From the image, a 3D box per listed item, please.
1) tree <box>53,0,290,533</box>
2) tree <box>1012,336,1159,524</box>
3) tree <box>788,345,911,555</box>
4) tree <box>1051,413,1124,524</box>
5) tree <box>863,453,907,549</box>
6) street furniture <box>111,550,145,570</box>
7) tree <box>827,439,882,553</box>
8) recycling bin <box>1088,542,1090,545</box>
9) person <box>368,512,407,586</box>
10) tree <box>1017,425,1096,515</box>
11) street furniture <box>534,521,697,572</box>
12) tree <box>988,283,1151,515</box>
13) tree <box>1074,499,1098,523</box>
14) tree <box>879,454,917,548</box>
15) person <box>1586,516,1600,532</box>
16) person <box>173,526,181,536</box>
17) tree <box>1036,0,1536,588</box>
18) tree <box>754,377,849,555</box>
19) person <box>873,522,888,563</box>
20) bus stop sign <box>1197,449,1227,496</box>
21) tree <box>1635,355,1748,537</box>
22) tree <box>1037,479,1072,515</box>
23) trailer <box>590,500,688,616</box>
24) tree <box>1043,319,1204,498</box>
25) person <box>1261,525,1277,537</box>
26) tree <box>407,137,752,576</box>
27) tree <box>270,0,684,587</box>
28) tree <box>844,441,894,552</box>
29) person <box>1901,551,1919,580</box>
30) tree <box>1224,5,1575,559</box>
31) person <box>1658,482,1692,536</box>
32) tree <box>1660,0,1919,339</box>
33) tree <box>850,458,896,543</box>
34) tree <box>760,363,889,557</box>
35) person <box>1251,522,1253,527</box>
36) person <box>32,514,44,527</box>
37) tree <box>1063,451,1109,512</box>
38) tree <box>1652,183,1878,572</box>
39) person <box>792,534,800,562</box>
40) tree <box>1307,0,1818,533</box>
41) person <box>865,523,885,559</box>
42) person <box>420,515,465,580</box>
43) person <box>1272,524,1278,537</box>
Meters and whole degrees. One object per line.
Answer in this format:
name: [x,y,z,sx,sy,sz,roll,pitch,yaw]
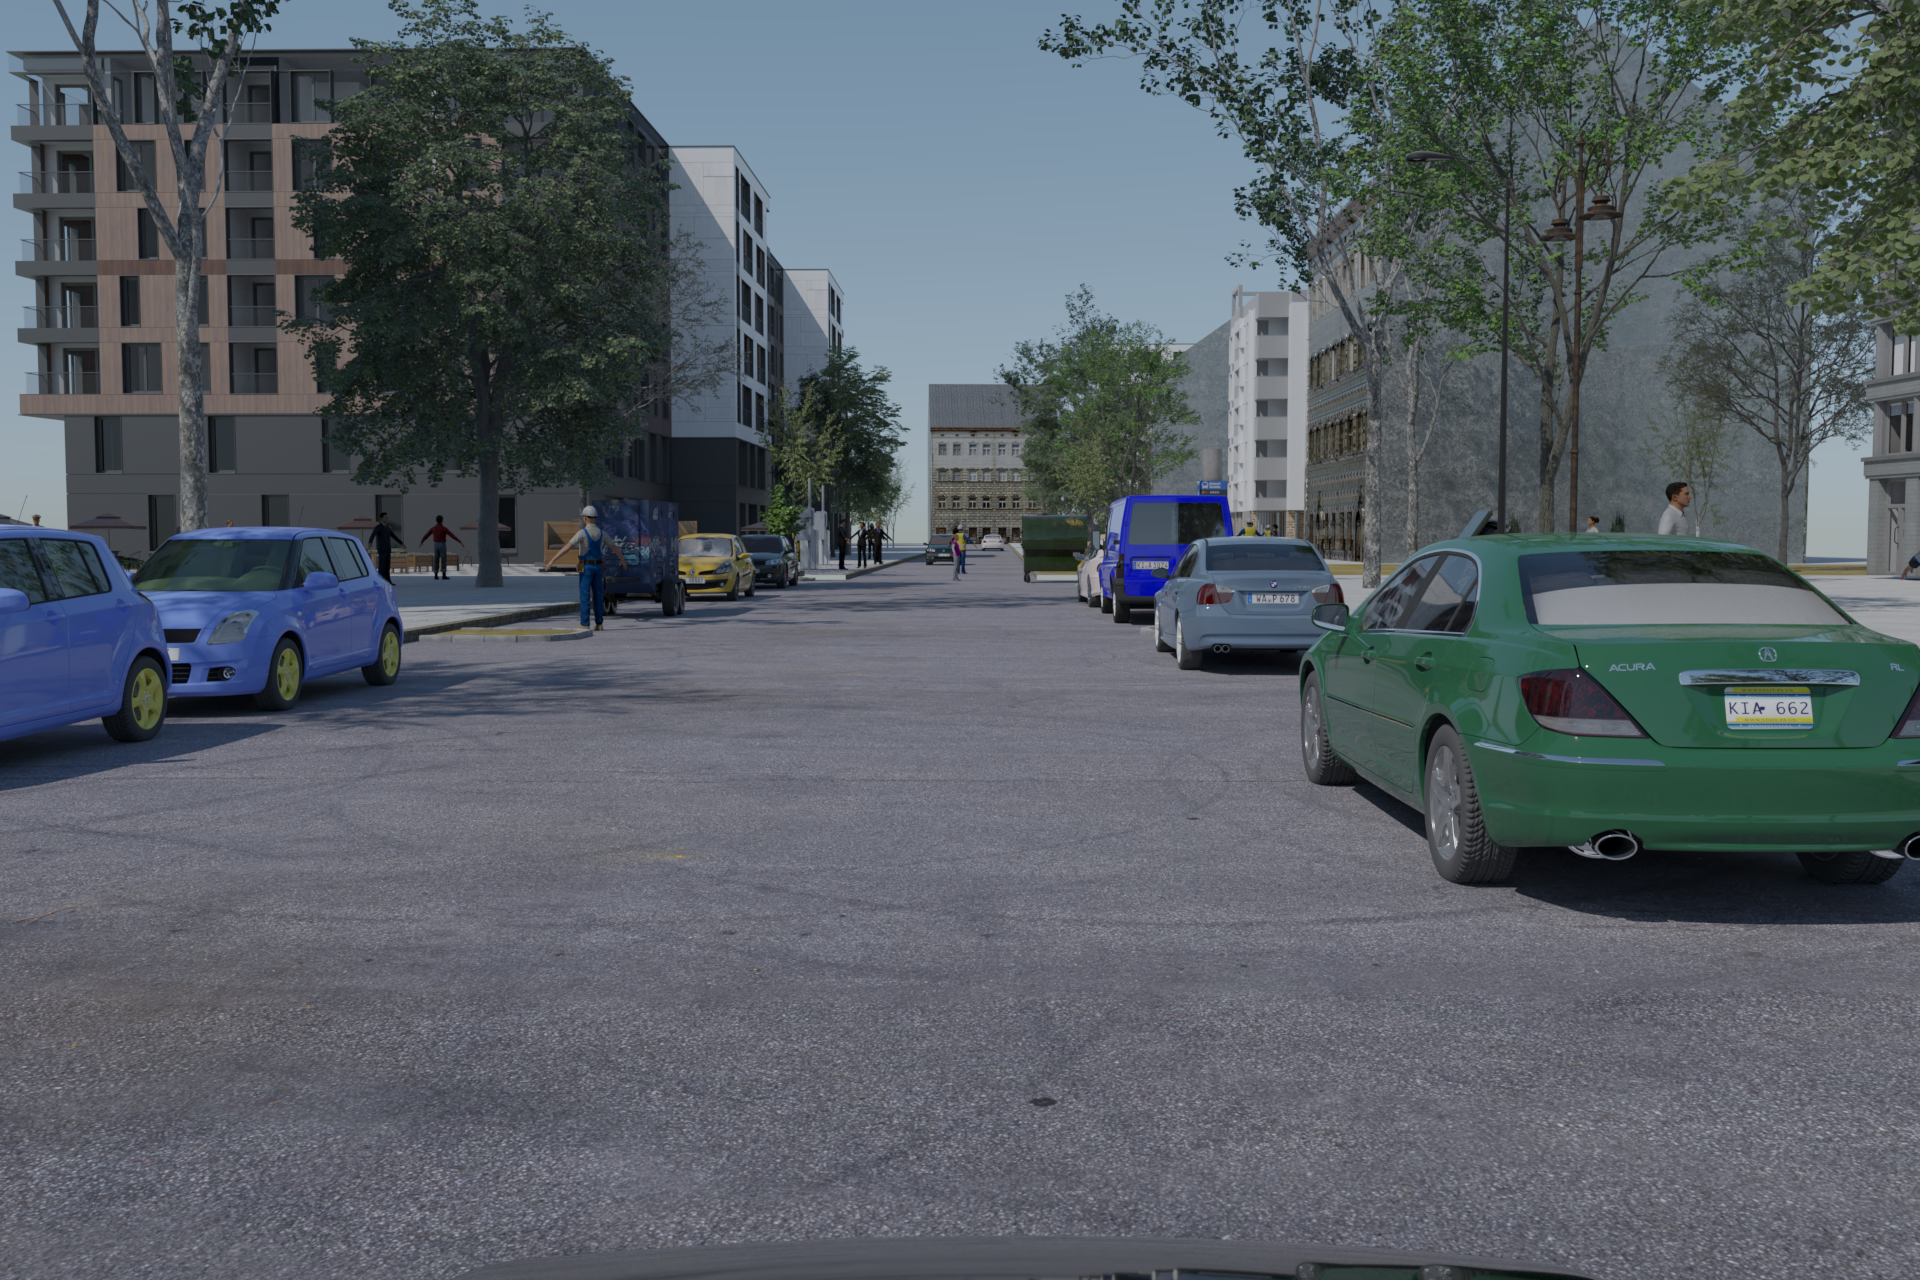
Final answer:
tree: [-12.965,-10.353,25.165,12.611,20.169,13.585,0,3,0]
tree: [8.130,-12.382,109.093,9.857,13.997,8.962,0,3,0]
tree: [-6.852,-11.401,104.538,7.486,12.596,7.792,0,3,0]
tree: [7.595,-9.117,99.422,4.737,8.622,4.395,0,3,0]
tree: [-6.307,-12.390,152.945,4.360,8.622,3.978,0,3,0]
street furniture: [-29.833,-3.015,64.930,5.734,0.657,10.072,-1,4,-23]
tree: [-7.502,-10.091,115.343,4.360,8.622,3.978,0,3,0]
recycling bin: [4.272,-2.737,57.297,0.722,1.027,0.722,0,4,0]
person: [-14.249,-2.256,42.939,0.704,1.823,1.345,1,4,21]
tree: [9.109,-14.277,159.190,9.928,11.665,9.643,0,3,0]
street furniture: [-10.839,-3.396,62.379,9.812,1.723,11.010,-1,4,-14]
tree: [8.493,-16.983,133.567,12.611,20.169,13.585,0,3,0]
tree: [20.241,-20.915,248.607,9.857,13.997,8.962,0,3,0]
tree: [-6.189,-12.747,158.776,4.360,8.622,3.978,0,3,0]
person: [16.154,-2.312,44.570,0.721,1.739,1.217,0,4,-7]
person: [-17.049,-1.950,38.454,0.617,1.759,0.750,0,4,-1]
tree: [8.700,-11.354,41.529,12.611,20.169,13.585,0,3,0]
tree: [-7.542,-8.047,81.925,4.737,8.622,4.395,0,3,0]
person: [-3.639,-4.397,78.078,0.705,1.806,1.347,2,4,26]
bus stop sign: [7.788,-3.950,53.591,0.837,3.901,0.837,0,4,1]
tree: [30.024,-7.312,69.908,4.360,8.622,3.978,0,3,0]
tree: [8.893,-11.920,145.250,4.360,8.622,3.978,0,3,0]
trailer: [-5.662,-1.388,29.738,1.471,1.999,3.904,0,4,1]
tree: [8.152,-9.745,85.090,9.928,11.665,9.643,0,3,0]
person: [16.425,-5.235,92.057,1.216,1.772,0.721,3,4,36]
tree: [-11.636,-8.734,53.168,12.009,13.543,11.850,0,3,0]
tree: [-11.336,-8.260,41.711,9.857,13.997,8.962,0,3,0]
tree: [-6.912,-10.770,126.454,4.360,8.622,3.978,0,3,0]
person: [8.426,-0.496,14.091,1.345,1.831,0.704,1,4,22]
tree: [16.090,-12.701,63.555,12.611,20.169,13.585,0,3,0]
person: [7.334,-0.704,17.672,0.704,1.810,1.344,3,4,37]
tree: [8.499,-5.740,11.983,7.486,12.596,7.792,0,3,0]
tree: [-12.860,-20.333,250.572,7.486,12.596,7.792,0,3,0]
tree: [-7.328,-9.840,95.291,7.601,10.594,8.767,1,4,8]
person: [12.682,-4.256,75.716,0.704,1.812,1.346,0,4,-7]
person: [-26.965,-2.741,50.603,1.343,1.855,0.704,-1,4,-23]
tree: [8.811,-10.381,120.089,4.737,8.622,4.395,0,3,0]
tree: [28.232,-9.079,58.810,12.009,13.543,11.850,0,3,0]
person: [-7.291,-4.451,78.549,0.705,1.858,1.354,0,4,6]
tree: [9.619,-6.232,27.650,9.928,11.665,9.643,0,3,0]
person: [-4.501,-5.054,88.410,1.354,1.856,0.705,-1,4,-9]
person: [-14.611,-2.607,48.729,1.345,1.816,0.704,1,4,10]
person: [17.040,-5.365,93.863,0.704,1.843,1.345,2,4,27]
